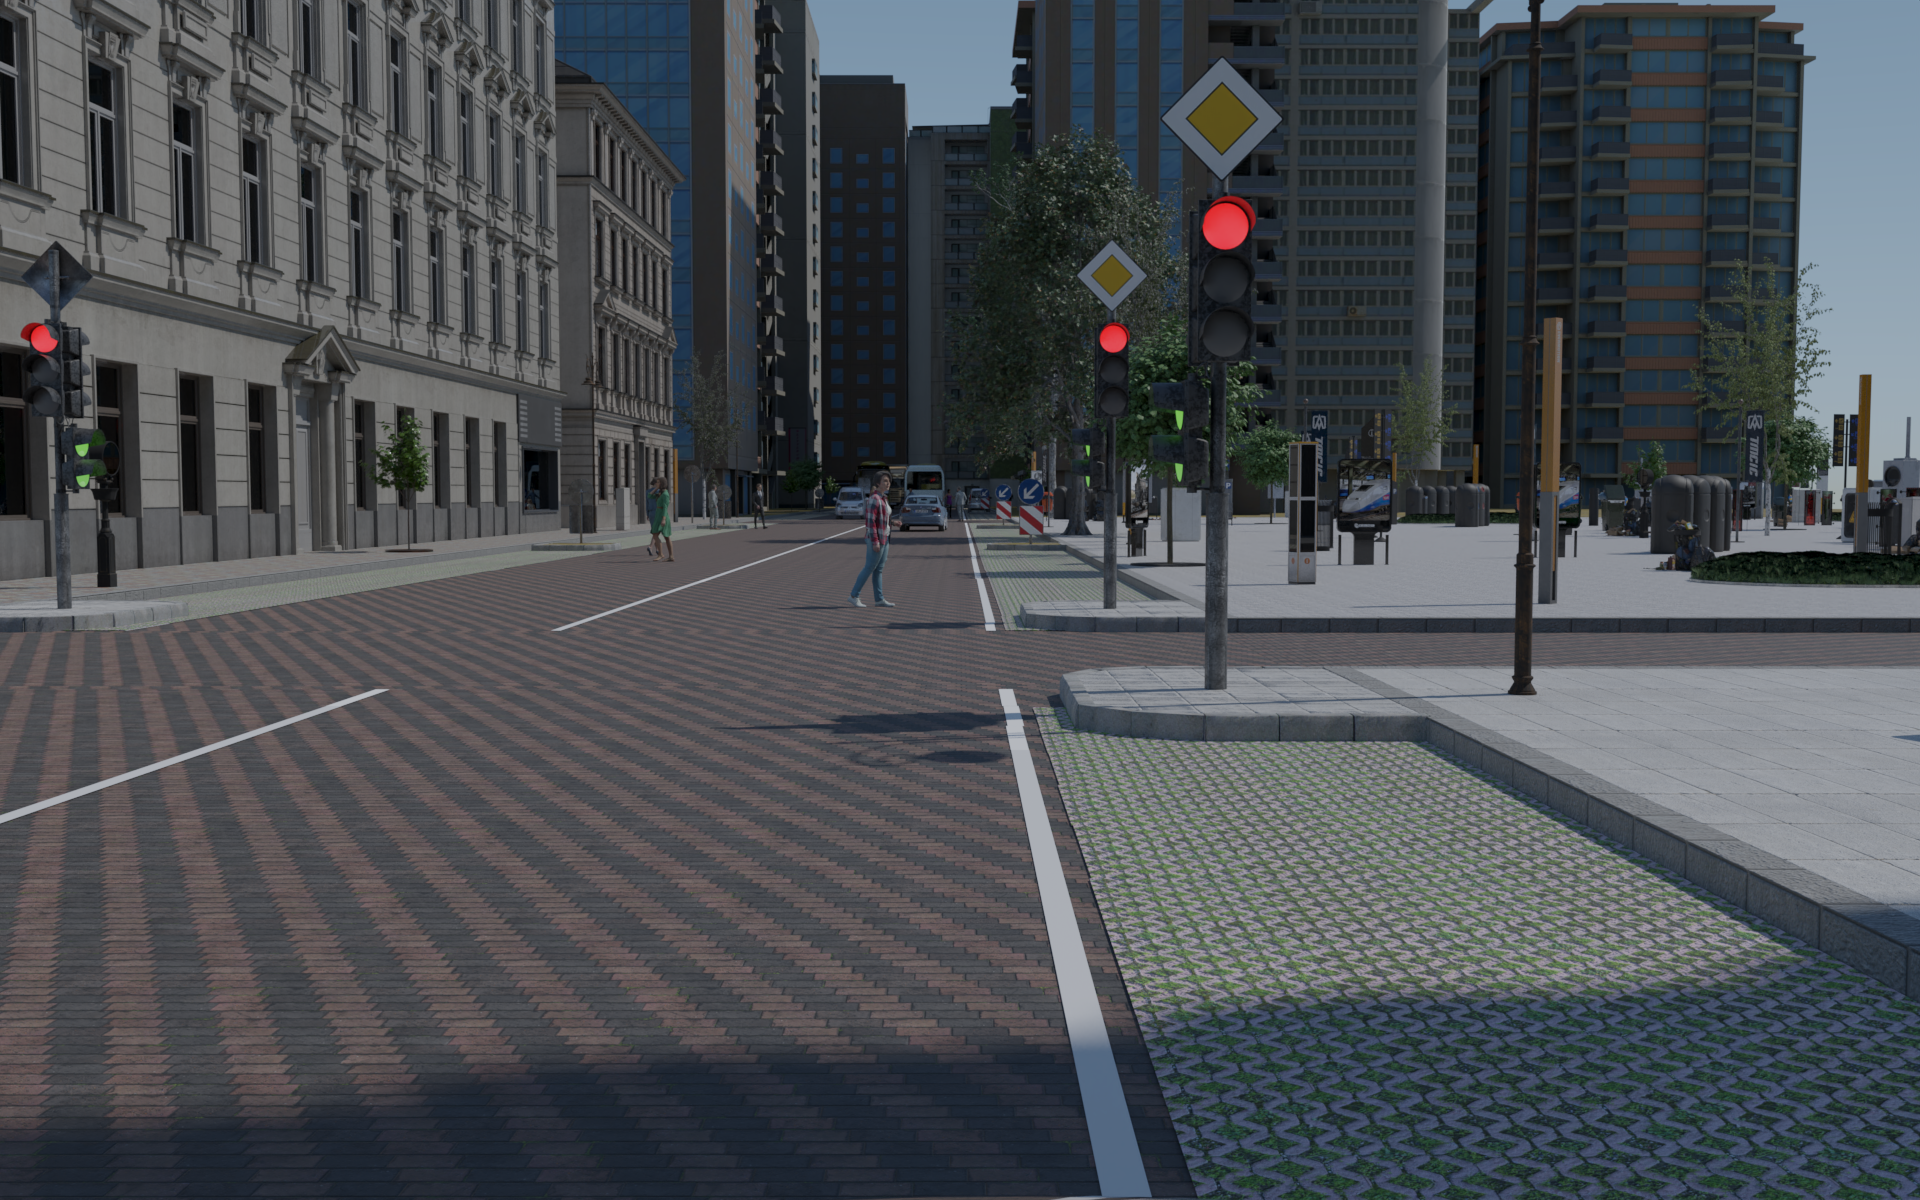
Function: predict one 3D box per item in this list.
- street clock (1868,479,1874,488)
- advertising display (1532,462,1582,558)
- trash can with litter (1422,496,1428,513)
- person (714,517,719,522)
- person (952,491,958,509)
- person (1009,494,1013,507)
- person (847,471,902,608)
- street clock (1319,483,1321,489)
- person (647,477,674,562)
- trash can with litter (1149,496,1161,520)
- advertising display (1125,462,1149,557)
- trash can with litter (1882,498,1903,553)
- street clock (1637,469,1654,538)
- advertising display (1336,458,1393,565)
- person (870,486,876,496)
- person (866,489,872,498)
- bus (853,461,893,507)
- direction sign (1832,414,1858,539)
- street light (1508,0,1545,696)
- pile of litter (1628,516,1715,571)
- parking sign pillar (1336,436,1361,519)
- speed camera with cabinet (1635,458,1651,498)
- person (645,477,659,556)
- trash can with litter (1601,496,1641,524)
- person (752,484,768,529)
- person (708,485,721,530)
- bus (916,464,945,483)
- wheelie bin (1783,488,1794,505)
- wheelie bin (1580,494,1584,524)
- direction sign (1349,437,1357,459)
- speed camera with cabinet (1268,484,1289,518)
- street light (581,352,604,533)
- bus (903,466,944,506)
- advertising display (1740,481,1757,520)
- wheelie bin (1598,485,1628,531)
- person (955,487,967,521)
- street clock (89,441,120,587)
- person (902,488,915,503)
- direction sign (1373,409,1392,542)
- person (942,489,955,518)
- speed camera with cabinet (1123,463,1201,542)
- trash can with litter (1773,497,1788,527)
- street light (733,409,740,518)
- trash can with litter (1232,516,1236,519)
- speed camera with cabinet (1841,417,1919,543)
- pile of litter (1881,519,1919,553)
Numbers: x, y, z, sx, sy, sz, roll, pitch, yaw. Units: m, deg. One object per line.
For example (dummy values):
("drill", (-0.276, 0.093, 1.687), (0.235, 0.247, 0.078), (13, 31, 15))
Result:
("street clock", (44.339, -4.893, 84.577), (0.471, 2.002, 0.358), (3, 5, 44))
("advertising display", (12.049, -1.821, 34.984), (0.974, 1.923, 0.123), (0, 4, -7))
("trash can with litter", (21.579, -4.213, 79.942), (1.678, 1.210, 2.233), (1, 4, 19))
("person", (-10.513, -3.693, 73.889), (0.505, 1.210, 0.382), (3, 5, 40))
("person", (-0.230, -9.569, 164.962), (0.705, 1.824, 1.348), (3, 5, 42))
("person", (5.083, -10.284, 176.267), (0.705, 1.869, 1.348), (3, 4, 37))
("person", (-1.078, -0.772, 21.957), (0.643, 1.720, 0.563), (1, 4, 11))
("street clock", (17.886, -5.039, 86.963), (0.471, 2.002, 0.358), (1, 4, 19))
("person", (-6.267, -1.702, 36.574), (0.529, 1.795, 0.600), (-2, 4, -32))
("trash can with litter", (9.684, -4.510, 84.800), (2.233, 1.210, 1.678), (3, 5, 44))
("advertising display", (3.625, -1.849, 35.441), (0.123, 1.923, 0.974), (2, 4, 28))
("trash can with litter", (17.714, -1.346, 33.068), (1.678, 1.210, 2.233), (0, 4, 1))
("street clock", (19.889, -2.798, 50.310), (0.358, 2.002, 0.471), (-1, 4, -19))
("advertising display", (7.322, -1.601, 31.384), (0.974, 1.923, 0.123), (0, 4, 3))
("person", (-4.425, -4.904, 88.661), (0.573, 1.828, 0.580), (-1, 4, -22))
("person", (-6.195, -6.707, 118.696), (0.750, 1.759, 0.617), (-1, 4, -16))
("bus", (-6.583, -8.641, 132.833), (2.896, 3.916, 12.252), (0, 4, -2))
("direction sign", (25.104, -3.493, 49.103), (0.876, 3.537, 0.379), (-1, 4, -13))
("street light", (3.608, -2.333, 10.933), (0.468, 5.910, 1.993), (0, 3, 0))
("pile of litter", (12.345, -0.927, 29.123), (1.176, 0.858, 1.719), (-1, 4, -16))
("parking sign pillar", (18.268, -5.637, 80.638), (1.447, 3.967, 1.447), (0, 4, -2))
("speed camera with cabinet", (37.589, -6.080, 93.748), (0.660, 3.252, 2.038), (-2, 4, -33))
("person", (-7.122, -1.944, 40.307), (0.581, 1.822, 0.654), (3, 4, 38))
("trash can with litter", (28.516, -3.844, 73.912), (2.233, 1.210, 1.678), (1, 4, 12))
("person", (-8.192, -3.838, 71.020), (0.659, 1.850, 0.755), (-3, 5, -39))
("person", (-9.871, -3.713, 69.307), (0.391, 1.810, 0.635), (-3, 4, -36))
("bus", (-2.692, -9.020, 139.022), (2.896, 3.916, 12.252), (0, 4, 0))
("wheelie bin", (43.567, -5.073, 90.848), (0.693, 1.594, 0.980), (0, 4, 7))
("wheelie bin", (26.623, -4.119, 75.248), (0.693, 1.594, 0.980), (-1, 4, -15))
("direction sign", (15.621, -4.703, 68.895), (0.379, 3.537, 0.876), (2, 4, 33))
("speed camera with cabinet", (17.771, -6.107, 94.185), (2.038, 3.252, 0.660), (-1, 4, -19))
("street light", (-11.991, -5.131, 56.676), (0.468, 5.910, 1.993), (0, 3, 0))
("bus", (-2.457, -7.538, 118.109), (2.948, 3.499, 13.247), (0, 4, -1))
("advertising display", (39.054, -4.935, 85.904), (0.123, 1.923, 0.974), (-2, 4, -31))
("wheelie bin", (22.711, -3.207, 60.348), (0.980, 1.594, 0.693), (0, 4, 0))
("person", (0.015, -5.037, 90.952), (0.635, 1.810, 0.391), (-3, 5, -42))
("street clock", (-11.758, -1.178, 23.823), (0.358, 2.002, 0.471), (0, 4, 2))
("person", (-2.996, -5.896, 104.879), (0.705, 1.826, 1.348), (-3, 5, -43))
("direction sign", (11.274, -3.320, 46.286), (0.379, 3.537, 0.876), (3, 5, 44))
("person", (-0.598, -5.715, 102.616), (1.217, 1.739, 0.721), (-3, 4, -38))
("speed camera with cabinet", (5.458, -3.209, 46.796), (2.038, 3.252, 0.660), (-1, 4, -9))
("trash can with litter", (32.287, -3.461, 67.972), (0.624, 1.170, 1.055), (1, 4, 12))
("street light", (-12.082, -7.405, 93.865), (0.468, 5.910, 1.993), (0, 3, 0))
("trash can with litter", (13.977, -4.874, 90.754), (1.678, 1.210, 2.233), (3, 4, 38))
("speed camera with cabinet", (23.921, -3.100, 45.023), (0.660, 3.252, 2.038), (-1, 4, -15))
("pile of litter", (20.436, -1.404, 36.920), (1.176, 0.858, 1.719), (0, 4, 1))
